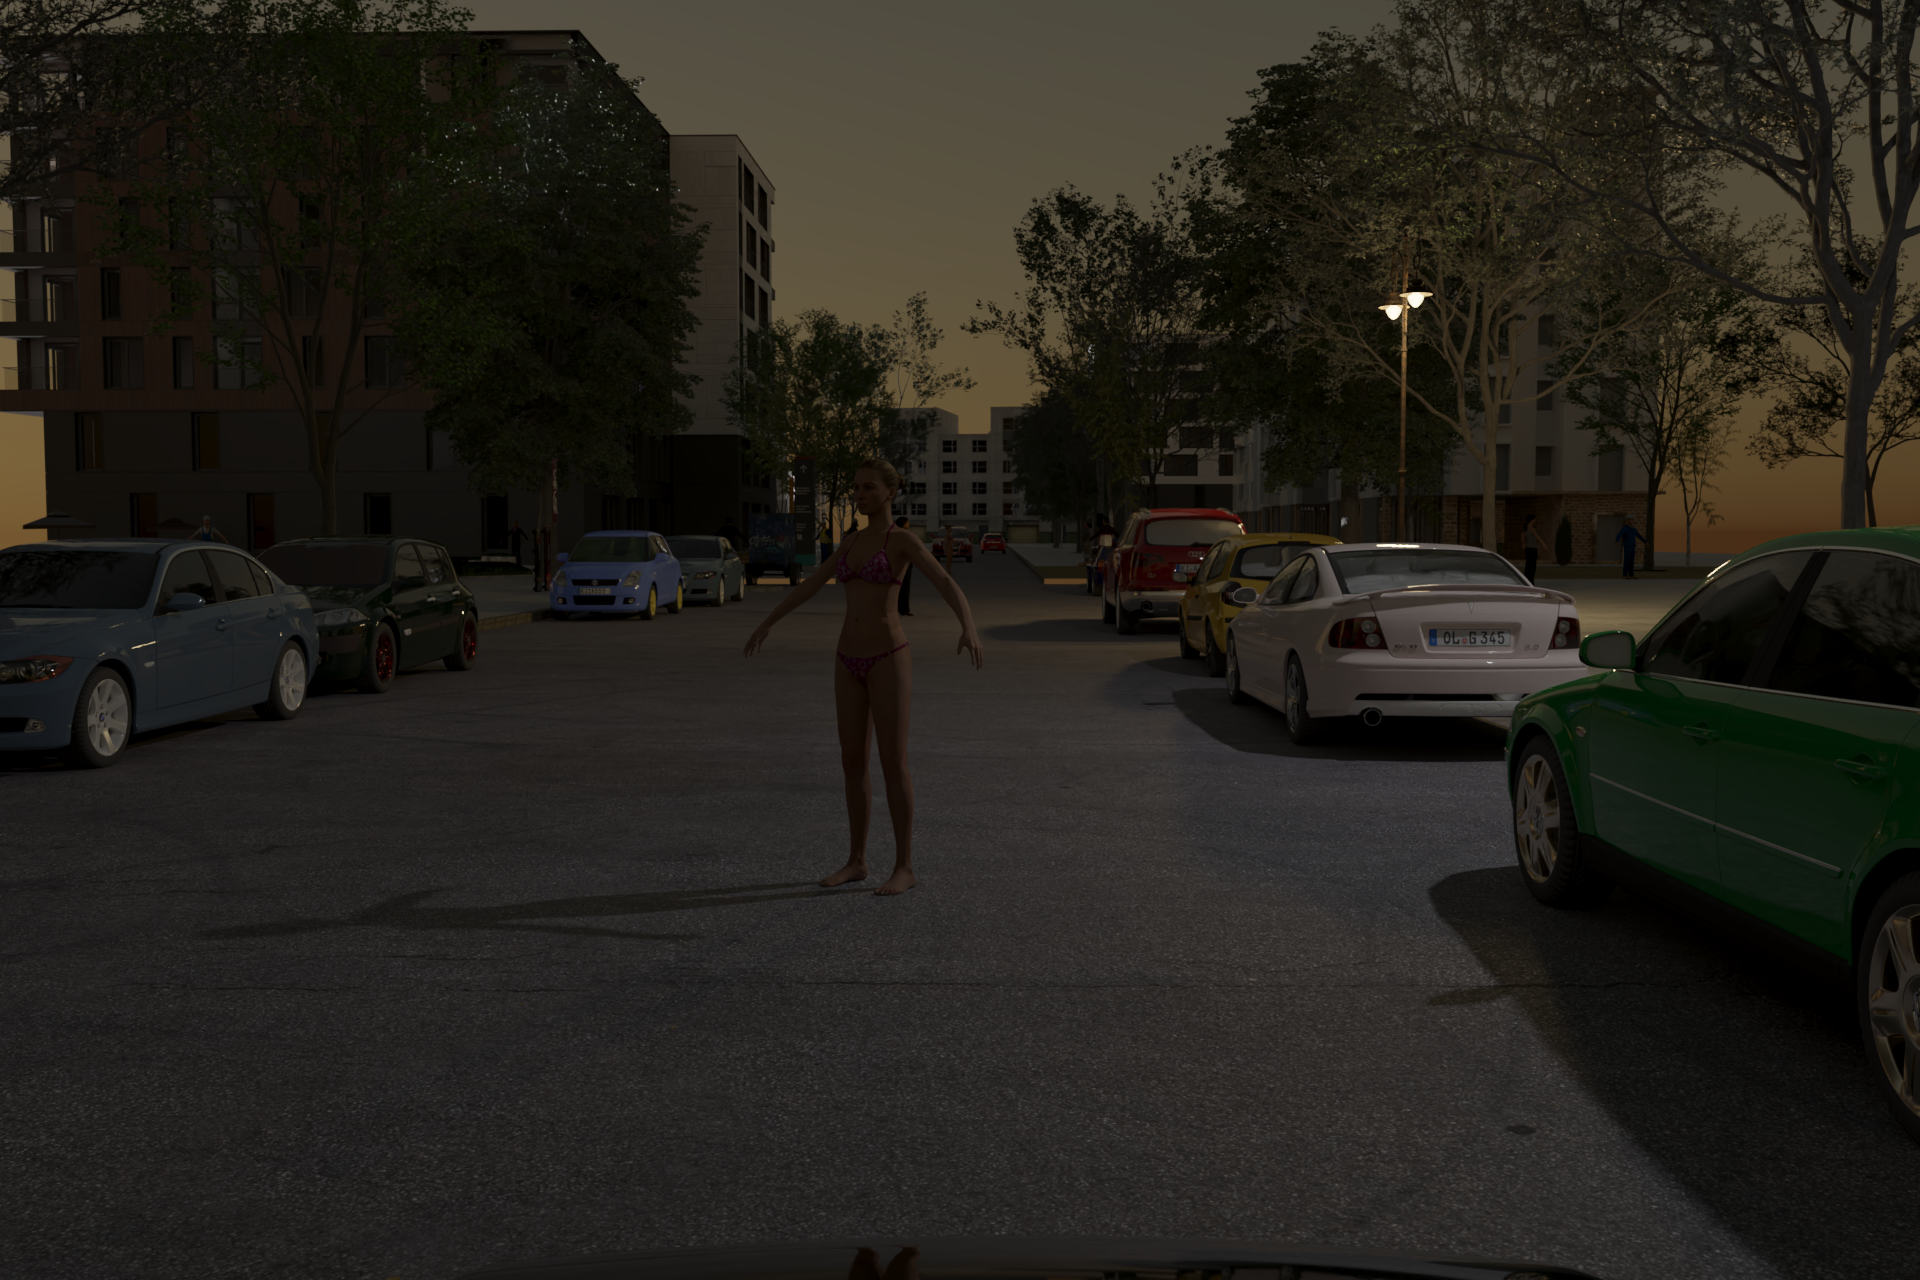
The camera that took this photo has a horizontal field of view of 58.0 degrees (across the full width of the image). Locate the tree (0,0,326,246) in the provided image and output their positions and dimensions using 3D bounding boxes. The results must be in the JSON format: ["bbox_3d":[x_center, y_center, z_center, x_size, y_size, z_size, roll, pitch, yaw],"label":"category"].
[{"bbox_3d":[-12.361,-6.607,18.396,12.009,13.543,11.850,0,3,0],"label":"tree"}]

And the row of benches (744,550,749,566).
[{"bbox_3d":[-9.413,-3.273,68.980,4.104,0.672,1.422,0,4,-4],"label":"row of benches"}]

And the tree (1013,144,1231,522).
[{"bbox_3d":[9.579,-13.935,83.723,12.611,20.169,13.585,0,3,0],"label":"tree"}]

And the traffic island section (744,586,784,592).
[{"bbox_3d":[-5.523,-1.289,43.945,1.991,0.108,1.994,0,4,2],"label":"traffic island section"}]

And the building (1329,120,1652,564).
[{"bbox_3d":[23.712,-14.025,85.735,16.016,20.090,11.380,0,4,1],"label":"building"}]

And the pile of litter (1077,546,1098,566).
[{"bbox_3d":[5.212,-3.338,68.537,1.176,0.858,1.719,0,4,0],"label":"pile of litter"}]

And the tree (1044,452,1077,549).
[{"bbox_3d":[8.275,-11.824,143.683,4.360,8.622,3.978,0,3,0],"label":"tree"}]

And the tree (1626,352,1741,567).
[{"bbox_3d":[28.269,-7.114,66.677,4.360,8.622,3.978,0,3,0],"label":"tree"}]

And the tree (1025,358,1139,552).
[{"bbox_3d":[9.028,-13.484,127.124,9.857,13.997,8.962,0,3,0],"label":"tree"}]

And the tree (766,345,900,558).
[{"bbox_3d":[-6.840,-10.242,93.214,9.928,11.665,9.643,0,3,0],"label":"tree"}]

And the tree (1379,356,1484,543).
[{"bbox_3d":[17.486,-7.175,67.681,4.360,8.622,3.978,0,3,0],"label":"tree"}]

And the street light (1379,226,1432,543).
[{"bbox_3d":[6.745,-3.278,26.376,0.468,5.910,1.993,0,4,1],"label":"street light"}]

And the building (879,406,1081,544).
[{"bbox_3d":[5.595,-23.116,246.866,31.486,18.905,16.747,1,4,10],"label":"building"}]

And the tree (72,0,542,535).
[{"bbox_3d":[-11.308,-6.410,30.566,9.928,11.665,9.643,0,3,0],"label":"tree"}]

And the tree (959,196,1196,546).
[{"bbox_3d":[6.825,-14.826,98.298,12.611,20.169,13.585,0,3,0],"label":"tree"}]

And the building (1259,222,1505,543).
[{"bbox_3d":[23.651,-15.255,105.845,16.016,20.090,11.380,0,4,1],"label":"building"}]

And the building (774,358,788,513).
[{"bbox_3d":[-24.845,-20.023,183.795,16.016,20.090,11.380,0,4,1],"label":"building"}]

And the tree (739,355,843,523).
[{"bbox_3d":[-7.215,-7.382,71.064,4.737,8.622,4.395,0,3,0],"label":"tree"}]

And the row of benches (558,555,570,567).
[{"bbox_3d":[-11.648,-2.668,59.086,4.104,0.672,1.422,-2,4,-28],"label":"row of benches"}]

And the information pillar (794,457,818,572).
[{"bbox_3d":[-5.204,-4.212,58.248,0.750,3.857,0.750,0,4,2],"label":"information pillar"}]

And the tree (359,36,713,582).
[{"bbox_3d":[-11.079,-8.530,46.124,9.857,13.997,8.962,0,3,0],"label":"tree"}]

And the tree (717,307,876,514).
[{"bbox_3d":[-7.386,-9.360,78.796,9.928,11.665,9.643,0,3,0],"label":"tree"}]

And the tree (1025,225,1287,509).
[{"bbox_3d":[7.699,-9.768,70.078,12.009,13.543,11.850,0,3,0],"label":"tree"}]

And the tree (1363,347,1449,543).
[{"bbox_3d":[14.516,-6.508,56.762,4.737,8.622,4.395,0,3,0],"label":"tree"}]

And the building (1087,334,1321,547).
[{"bbox_3d":[28.062,-21.372,193.410,27.936,21.610,32.646,0,4,1],"label":"building"}]

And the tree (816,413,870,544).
[{"bbox_3d":[-7.159,-9.287,102.203,4.737,8.622,4.395,0,3,0],"label":"tree"}]

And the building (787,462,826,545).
[{"bbox_3d":[-21.016,-16.701,215.208,9.099,9.664,28.070,0,4,1],"label":"building"}]

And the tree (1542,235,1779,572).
[{"bbox_3d":[23.940,-8.175,59.421,9.928,11.665,9.643,0,3,0],"label":"tree"}]

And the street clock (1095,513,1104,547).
[{"bbox_3d":[4.764,-3.325,58.938,0.358,2.002,0.471,0,4,2],"label":"street clock"}]

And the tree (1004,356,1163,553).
[{"bbox_3d":[7.831,-12.504,114.811,12.009,13.543,11.850,0,3,0],"label":"tree"}]

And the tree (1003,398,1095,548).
[{"bbox_3d":[8.793,-15.255,156.074,9.857,13.997,8.962,0,3,0],"label":"tree"}]

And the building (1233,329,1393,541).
[{"bbox_3d":[26.251,-16.913,132.946,16.016,20.090,11.380,0,4,1],"label":"building"}]

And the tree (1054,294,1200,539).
[{"bbox_3d":[4.928,-6.317,53.641,4.737,8.622,4.395,0,3,0],"label":"tree"}]

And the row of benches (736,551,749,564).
[{"bbox_3d":[-7.799,-2.981,64.196,4.104,0.672,1.422,-2,4,-30],"label":"row of benches"}]

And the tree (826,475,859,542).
[{"bbox_3d":[-16.639,-20.463,244.937,12.009,13.543,11.850,0,3,0],"label":"tree"}]

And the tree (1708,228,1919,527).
[{"bbox_3d":[26.808,-7.122,50.863,8.767,10.594,7.601,-1,4,-9],"label":"tree"}]

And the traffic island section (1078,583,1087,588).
[{"bbox_3d":[4.182,-1.449,46.552,1.991,0.108,1.994,0,4,0],"label":"traffic island section"}]

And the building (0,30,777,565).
[{"bbox_3d":[-25.397,-14.877,87.220,27.936,21.610,32.646,0,4,2],"label":"building"}]
